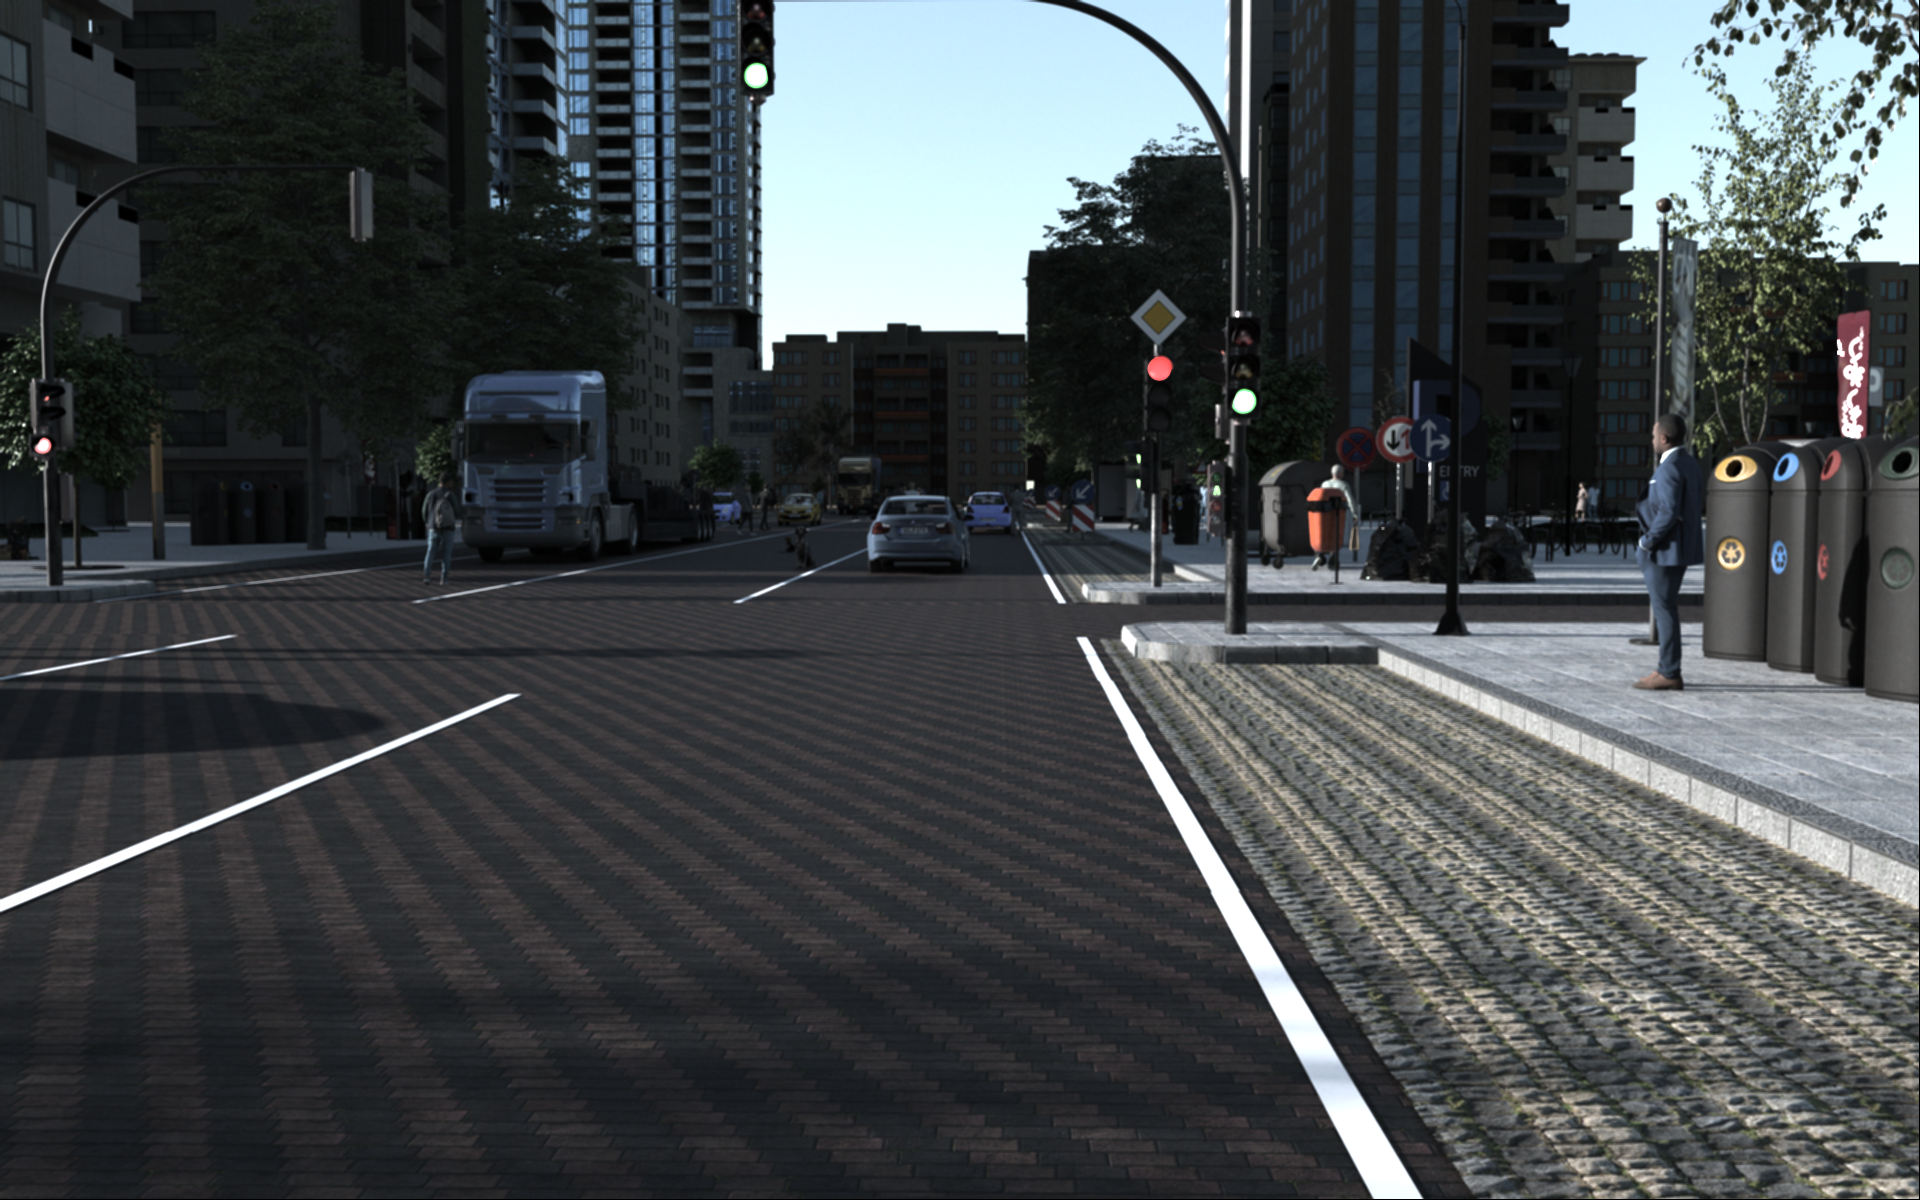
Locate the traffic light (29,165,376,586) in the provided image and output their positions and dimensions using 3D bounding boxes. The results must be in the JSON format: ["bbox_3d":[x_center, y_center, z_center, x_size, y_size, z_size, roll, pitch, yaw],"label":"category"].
[{"bbox_3d":[-10.571,-3.025,24.134,4.771,5.953,1.251,0,4,1],"label":"traffic light"}]

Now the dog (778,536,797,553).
[{"bbox_3d":[-4.100,-1.363,42.483,0.550,0.427,0.748,-2,4,-27],"label":"dog"}]

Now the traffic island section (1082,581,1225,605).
[{"bbox_3d":[2.733,-0.100,23.923,2.009,0.180,2.903,0,4,1],"label":"traffic island section"}]

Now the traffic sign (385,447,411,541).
[{"bbox_3d":[-15.347,-2.884,47.259,0.768,2.556,0.104,1,4,10],"label":"traffic sign"}]

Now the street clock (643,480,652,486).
[{"bbox_3d":[-16.211,-5.207,89.702,0.471,2.002,0.358,-2,4,-29],"label":"street clock"}]

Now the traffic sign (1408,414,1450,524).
[{"bbox_3d":[7.491,-1.678,27.537,0.768,2.556,0.104,0,4,2],"label":"traffic sign"}]

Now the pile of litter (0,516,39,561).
[{"bbox_3d":[-18.662,-1.216,33.840,1.176,0.858,1.719,-2,4,-26],"label":"pile of litter"}]

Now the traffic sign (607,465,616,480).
[{"bbox_3d":[-15.722,-4.746,77.603,0.884,2.594,0.081,1,4,11],"label":"traffic sign"}]

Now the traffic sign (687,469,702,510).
[{"bbox_3d":[-13.376,-5.325,87.172,0.768,2.556,0.104,0,4,5],"label":"traffic sign"}]

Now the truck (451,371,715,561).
[{"bbox_3d":[-8.820,-3.296,43.656,2.967,4.110,18.799,0,4,1],"label":"truck"}]

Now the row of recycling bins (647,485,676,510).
[{"bbox_3d":[-14.326,-4.515,80.931,1.069,1.692,3.534,-2,4,-35],"label":"row of recycling bins"}]

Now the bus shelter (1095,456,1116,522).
[{"bbox_3d":[7.052,-5.108,77.445,2.014,3.302,5.546,0,4,1],"label":"bus shelter"}]

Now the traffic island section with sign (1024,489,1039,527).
[{"bbox_3d":[3.923,-4.093,75.546,1.989,1.847,2.006,0,4,1],"label":"traffic island section with sign"}]

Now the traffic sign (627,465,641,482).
[{"bbox_3d":[-14.458,-4.676,76.554,0.768,2.556,0.104,0,4,3],"label":"traffic sign"}]

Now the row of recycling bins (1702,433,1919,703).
[{"bbox_3d":[6.285,-0.312,12.207,1.069,1.692,3.534,0,4,3],"label":"row of recycling bins"}]

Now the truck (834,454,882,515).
[{"bbox_3d":[-7.138,-8.208,123.121,2.839,4.237,11.283,0,4,1],"label":"truck"}]

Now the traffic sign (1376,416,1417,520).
[{"bbox_3d":[7.193,-1.728,28.361,0.768,2.556,0.104,0,4,7],"label":"traffic sign"}]

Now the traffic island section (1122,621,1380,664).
[{"bbox_3d":[2.549,0.388,15.940,2.009,0.180,2.903,0,4,1],"label":"traffic island section"}]

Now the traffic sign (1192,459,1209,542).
[{"bbox_3d":[6.616,-2.820,46.107,0.884,2.594,0.081,1,4,10],"label":"traffic sign"}]

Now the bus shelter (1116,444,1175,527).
[{"bbox_3d":[7.633,-4.655,70.040,2.014,3.302,5.546,0,4,1],"label":"bus shelter"}]

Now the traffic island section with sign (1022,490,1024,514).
[{"bbox_3d":[5.084,-7.166,125.788,1.989,1.847,2.006,0,4,1],"label":"traffic island section with sign"}]

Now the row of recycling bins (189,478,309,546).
[{"bbox_3d":[-18.216,-2.293,44.602,1.069,1.692,3.534,2,4,29],"label":"row of recycling bins"}]

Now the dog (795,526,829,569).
[{"bbox_3d":[-2.888,-1.022,33.550,0.800,0.831,0.513,-2,4,-29],"label":"dog"}]

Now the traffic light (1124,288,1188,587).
[{"bbox_3d":[2.694,-2.134,23.810,0.839,4.253,0.868,0,4,1],"label":"traffic light"}]

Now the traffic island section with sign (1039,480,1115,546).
[{"bbox_3d":[3.311,-2.445,48.597,1.989,1.847,2.006,0,4,1],"label":"traffic island section with sign"}]

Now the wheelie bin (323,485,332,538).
[{"bbox_3d":[-18.695,-2.582,50.124,0.980,1.594,0.693,-1,4,-12],"label":"wheelie bin"}]

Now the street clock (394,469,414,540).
[{"bbox_3d":[-15.465,-2.670,48.231,0.471,2.002,0.358,0,4,0],"label":"street clock"}]

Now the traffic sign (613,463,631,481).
[{"bbox_3d":[-13.991,-4.378,71.680,0.768,2.556,0.104,0,4,6],"label":"traffic sign"}]

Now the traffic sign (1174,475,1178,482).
[{"bbox_3d":[9.125,-4.648,75.994,0.884,2.594,0.081,0,4,8],"label":"traffic sign"}]

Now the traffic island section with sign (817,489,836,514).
[{"bbox_3d":[-10.029,-7.179,126.008,1.989,1.847,2.006,0,4,1],"label":"traffic island section with sign"}]

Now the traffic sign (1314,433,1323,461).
[{"bbox_3d":[8.102,-3.080,44.227,2.265,3.308,0.079,0,4,7],"label":"traffic sign"}]

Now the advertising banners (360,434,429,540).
[{"bbox_3d":[-15.927,-3.215,48.756,2.074,3.025,0.090,1,4,13],"label":"advertising banners"}]

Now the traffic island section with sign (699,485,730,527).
[{"bbox_3d":[-11.183,-4.136,76.258,1.989,1.847,2.006,0,4,1],"label":"traffic island section with sign"}]

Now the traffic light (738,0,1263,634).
[{"bbox_3d":[0.416,-2.512,15.734,4.771,5.953,1.251,0,4,1],"label":"traffic light"}]

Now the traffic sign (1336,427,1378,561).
[{"bbox_3d":[7.531,-2.006,32.911,0.768,2.556,0.104,1,4,9],"label":"traffic sign"}]

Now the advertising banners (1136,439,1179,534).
[{"bbox_3d":[6.461,-3.603,55.092,2.074,3.025,0.090,3,5,39],"label":"advertising banners"}]

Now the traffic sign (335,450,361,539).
[{"bbox_3d":[-17.570,-3.036,49.747,0.768,2.556,0.104,0,4,2],"label":"traffic sign"}]

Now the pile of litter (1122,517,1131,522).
[{"bbox_3d":[8.105,-4.129,81.479,1.719,0.858,1.176,-1,4,-18],"label":"pile of litter"}]

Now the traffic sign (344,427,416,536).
[{"bbox_3d":[-17.631,-3.594,52.631,2.265,3.308,0.079,0,4,7],"label":"traffic sign"}]

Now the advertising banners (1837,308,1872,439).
[{"bbox_3d":[8.595,-1.200,15.811,0.090,3.025,2.074,0,4,-6],"label":"advertising banners"}]

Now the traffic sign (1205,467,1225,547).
[{"bbox_3d":[6.422,-2.585,42.275,0.884,2.594,0.081,1,4,11],"label":"traffic sign"}]

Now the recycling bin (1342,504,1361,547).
[{"bbox_3d":[9.227,-1.805,42.061,0.722,1.027,0.722,-2,4,-26],"label":"recycling bin"}]

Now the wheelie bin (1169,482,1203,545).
[{"bbox_3d":[5.789,-2.208,44.017,0.693,1.594,0.980,1,4,20],"label":"wheelie bin"}]

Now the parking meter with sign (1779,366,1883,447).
[{"bbox_3d":[11.957,-1.722,24.412,0.543,3.016,1.738,-2,4,-34],"label":"parking meter with sign"}]

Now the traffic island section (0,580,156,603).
[{"bbox_3d":[-12.704,-0.122,24.283,2.009,0.180,2.903,0,4,1],"label":"traffic island section"}]
